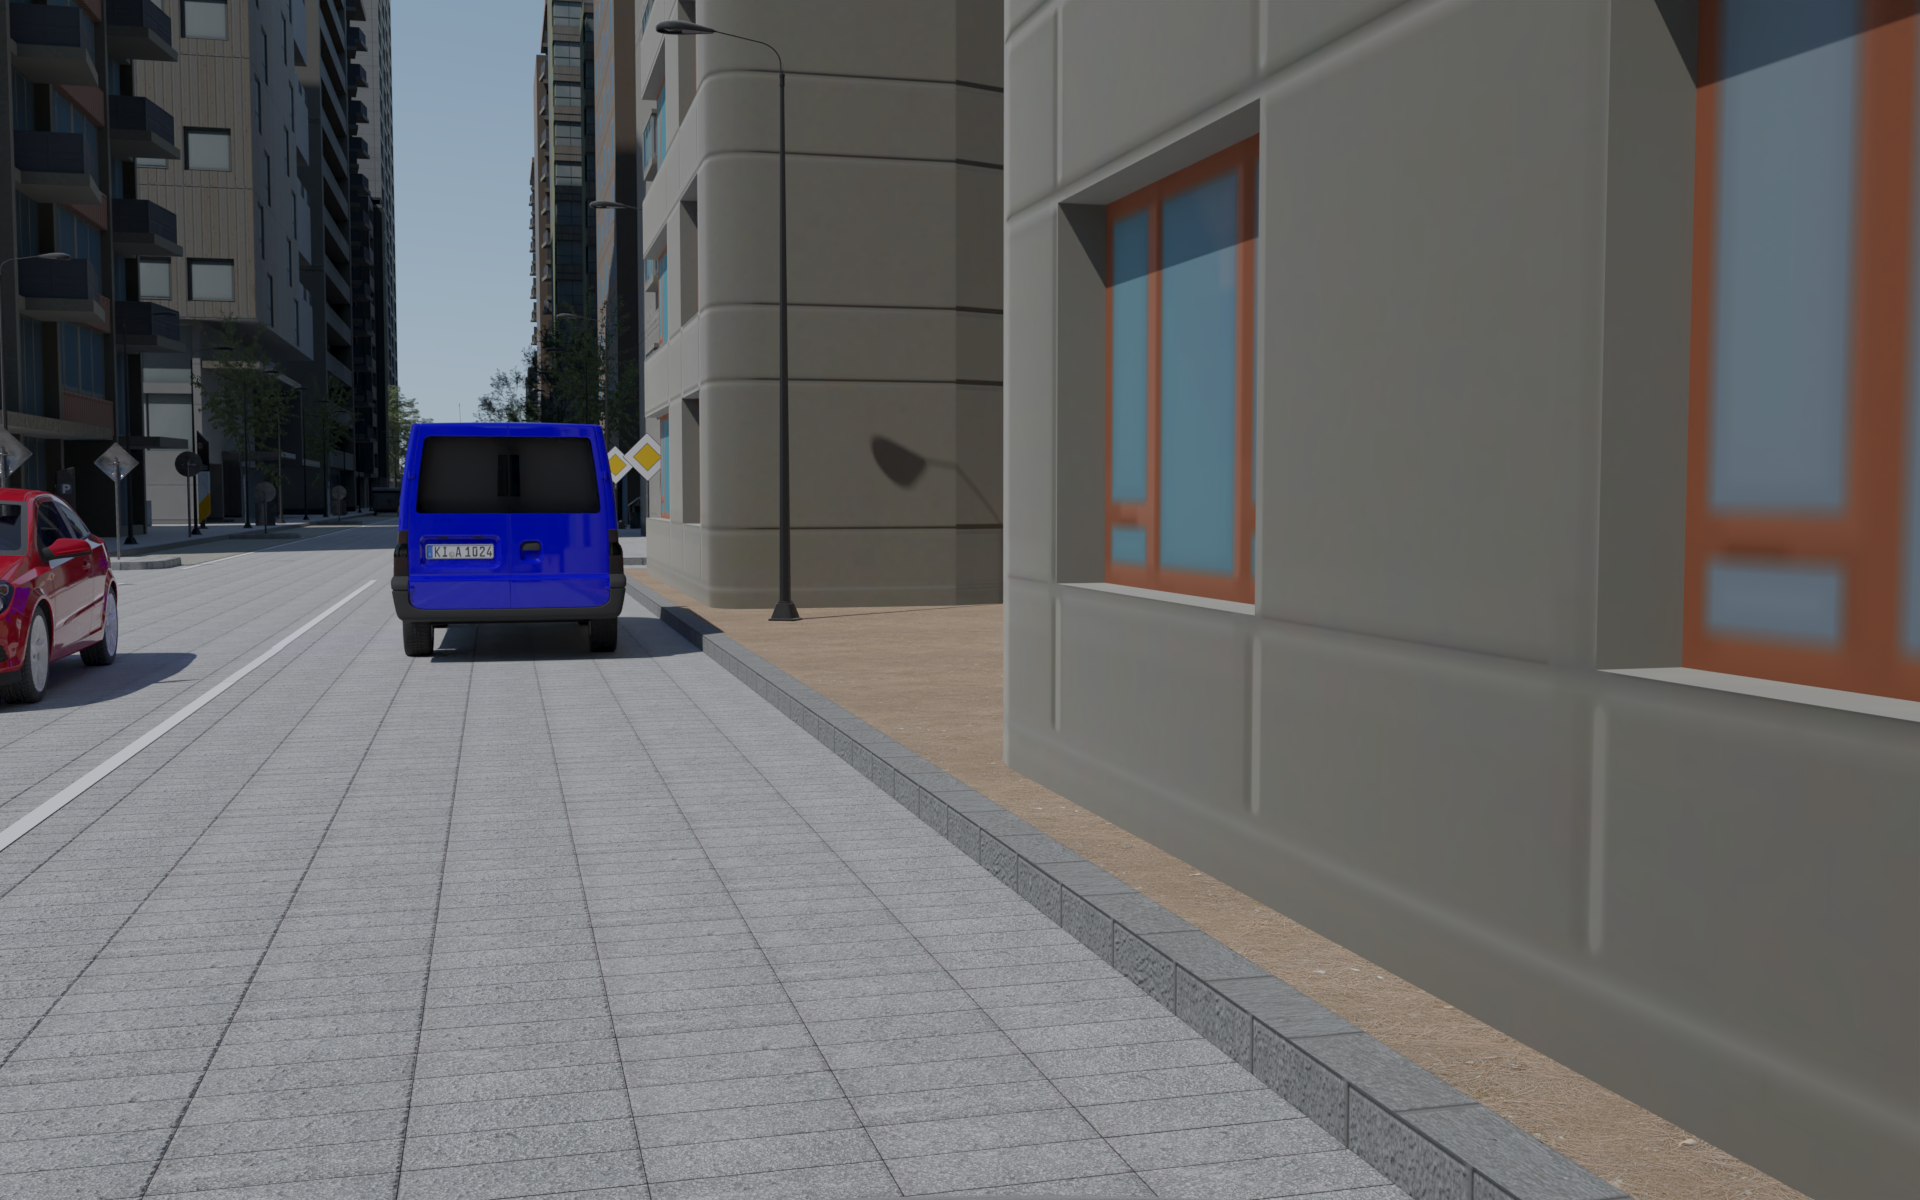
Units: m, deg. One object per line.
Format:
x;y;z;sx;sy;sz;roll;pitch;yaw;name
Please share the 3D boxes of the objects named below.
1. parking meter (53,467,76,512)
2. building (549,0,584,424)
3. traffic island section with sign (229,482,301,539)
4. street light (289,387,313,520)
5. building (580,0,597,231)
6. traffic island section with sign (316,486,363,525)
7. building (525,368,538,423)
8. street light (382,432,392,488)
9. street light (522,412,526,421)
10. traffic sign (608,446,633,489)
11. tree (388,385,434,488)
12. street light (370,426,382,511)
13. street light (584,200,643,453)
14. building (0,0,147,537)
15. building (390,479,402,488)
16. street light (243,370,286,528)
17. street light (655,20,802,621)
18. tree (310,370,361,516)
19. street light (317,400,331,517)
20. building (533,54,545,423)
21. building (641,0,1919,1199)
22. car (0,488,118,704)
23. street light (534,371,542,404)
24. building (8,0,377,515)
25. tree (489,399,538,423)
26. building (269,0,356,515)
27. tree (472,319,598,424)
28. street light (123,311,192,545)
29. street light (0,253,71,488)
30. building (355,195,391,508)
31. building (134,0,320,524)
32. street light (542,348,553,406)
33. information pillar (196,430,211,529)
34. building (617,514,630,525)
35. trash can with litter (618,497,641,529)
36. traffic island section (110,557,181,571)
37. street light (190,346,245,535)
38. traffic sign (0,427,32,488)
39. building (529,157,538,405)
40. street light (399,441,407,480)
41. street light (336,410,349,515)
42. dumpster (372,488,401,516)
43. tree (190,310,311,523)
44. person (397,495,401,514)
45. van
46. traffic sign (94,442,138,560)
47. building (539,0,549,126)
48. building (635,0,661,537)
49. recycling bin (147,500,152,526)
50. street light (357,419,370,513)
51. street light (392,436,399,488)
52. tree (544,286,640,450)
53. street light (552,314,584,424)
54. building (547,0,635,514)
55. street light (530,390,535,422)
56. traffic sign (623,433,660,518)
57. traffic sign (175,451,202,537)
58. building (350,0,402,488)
-19.532;-1.962;37.792;0.399;1.863;0.255;-3;4;-39;parking meter
-20.994;-26.665;119.574;14.154;41.232;14.086;-1;4;-15;building
-22.246;-2.867;55.506;1.989;1.847;2.006;-1;4;-15;traffic island section with sign
-28.968;-6.282;75.257;1.470;5.913;1.316;-1;4;-15;street light
-15.646;-20.341;104.284;14.160;30.474;14.107;-1;4;-15;building
-29.198;-4.460;81.552;1.989;1.847;2.006;-1;4;-15;traffic island section with sign
-49.017;-24.962;253.172;27.650;21.520;28.899;-1;4;-15;building
-43.284;-9.554;128.744;1.470;5.913;1.316;-1;4;-15;street light
-23.801;-7.653;97.672;1.470;5.913;1.316;-1;4;-15;street light
-7.188;-1.989;36.171;0.795;2.450;0.064;-1;4;-15;traffic sign
-59.112;-16.011;179.902;7.486;12.596;7.792;0;3;0;tree
-40.505;-8.918;118.356;1.470;5.913;1.316;-1;4;-15;street light
-5.168;-3.373;27.697;1.470;5.913;1.316;-1;4;-15;street light
-33.176;-23.791;43.605;22.147;44.769;28.867;-1;4;-15;building
-80.098;-30.712;194.022;32.217;40.220;23.993;-1;4;-15;building
-26.170;-5.647;64.875;1.470;5.913;1.316;-1;4;-15;street light
-2.300;-2.737;17.287;1.470;5.913;1.316;-1;4;-15;street light
-37.648;-9.299;102.405;4.737;8.622;4.395;0;3;0;tree
-31.819;-6.916;85.626;1.470;5.913;1.316;-1;4;-15;street light
-35.737;-32.147;175.706;14.600;45.320;14.200;-1;4;-15;building
12.044;-10.505;16.790;27.650;21.520;28.899;-1;4;-15;building
-7.551;-0.235;12.890;2.155;1.783;4.494;-1;4;-17;car
-15.235;-5.696;65.678;1.470;5.913;1.316;-1;4;-15;street light
-59.039;-29.564;137.989;22.147;44.769;28.867;-1;4;-15;building
-47.223;-16.104;189.060;9.928;11.665;9.643;0;3;0;tree
-51.916;-29.915;112.811;21.300;48.544;21.600;-1;4;-15;building
-21.612;-9.621;91.712;8.767;10.594;7.601;-1;4;-14;tree
-20.602;-4.375;44.077;1.470;5.913;1.316;-1;4;-15;street light
-17.823;-3.722;33.392;1.470;5.913;1.316;-1;4;-15;street light
-60.736;-23.759;160.168;14.160;30.474;14.107;-1;4;-15;building
-45.986;-30.080;81.047;28.713;52.752;27.495;-1;4;-15;building
-12.447;-5.059;55.259;1.470;5.913;1.316;-1;4;-15;street light
-27.829;-4.425;63.707;0.504;3.616;0.183;1;4;17;information pillar
-9.169;-26.205;78.565;14.600;45.320;14.200;-1;4;-15;building
-12.166;-3.204;63.778;1.055;1.170;0.624;-1;4;-19;trash can with litter
-16.437;-0.704;33.795;2.009;0.180;2.903;-1;4;-15;traffic island section
-23.515;-5.010;54.454;1.470;5.913;1.316;-1;4;-15;street light
-14.358;-1.369;26.023;0.795;2.450;0.064;-1;4;-15;traffic sign
-44.023;-34.822;223.956;22.147;44.769;28.867;-1;4;-15;building
-49.162;-10.891;150.601;1.470;5.913;1.316;-1;4;-15;street light
-34.650;-7.551;96.000;1.470;5.913;1.316;-1;4;-15;street light
-37.656;-6.455;113.757;1.865;1.857;1.264;-1;4;-16;dumpster
-28.554;-7.267;69.180;4.737;8.622;4.395;0;3;0;tree
-29.716;-5.109;92.526;0.515;1.767;0.782;2;4;31;person
-4.434;-0.778;17.107;2.240;2.365;5.245;-1;4;-14;van
-16.416;-1.841;33.739;0.795;2.450;0.064;-1;4;-15;traffic sign
-26.117;-30.659;155.903;22.147;44.769;28.867;-1;4;-15;building
1.336;-26.129;50.913;21.600;48.544;21.300;-1;4;-15;building
-32.730;-3.452;68.989;0.722;1.027;0.722;1;4;17;recycling bin
-37.722;-8.270;107.751;1.470;5.913;1.316;-1;4;-15;street light
-46.113;-10.188;139.118;1.470;5.913;1.316;-1;4;-15;street light
-13.080;-6.857;62.476;4.737;8.622;4.395;0;3;0;tree
-9.689;-4.423;44.865;1.470;5.913;1.316;-1;4;-15;street light
-24.411;-29.602;134.097;14.600;45.320;14.200;-1;4;-15;building
-18.214;-6.383;76.904;1.470;5.913;1.316;-1;4;-15;street light
-5.130;-1.518;28.454;0.795;2.450;0.064;-1;4;-15;traffic sign
-22.900;-3.139;51.425;0.768;2.556;0.104;-1;4;-9;traffic sign
-85.595;-48.793;236.013;20.563;71.187;20.611;-1;4;-15;building
